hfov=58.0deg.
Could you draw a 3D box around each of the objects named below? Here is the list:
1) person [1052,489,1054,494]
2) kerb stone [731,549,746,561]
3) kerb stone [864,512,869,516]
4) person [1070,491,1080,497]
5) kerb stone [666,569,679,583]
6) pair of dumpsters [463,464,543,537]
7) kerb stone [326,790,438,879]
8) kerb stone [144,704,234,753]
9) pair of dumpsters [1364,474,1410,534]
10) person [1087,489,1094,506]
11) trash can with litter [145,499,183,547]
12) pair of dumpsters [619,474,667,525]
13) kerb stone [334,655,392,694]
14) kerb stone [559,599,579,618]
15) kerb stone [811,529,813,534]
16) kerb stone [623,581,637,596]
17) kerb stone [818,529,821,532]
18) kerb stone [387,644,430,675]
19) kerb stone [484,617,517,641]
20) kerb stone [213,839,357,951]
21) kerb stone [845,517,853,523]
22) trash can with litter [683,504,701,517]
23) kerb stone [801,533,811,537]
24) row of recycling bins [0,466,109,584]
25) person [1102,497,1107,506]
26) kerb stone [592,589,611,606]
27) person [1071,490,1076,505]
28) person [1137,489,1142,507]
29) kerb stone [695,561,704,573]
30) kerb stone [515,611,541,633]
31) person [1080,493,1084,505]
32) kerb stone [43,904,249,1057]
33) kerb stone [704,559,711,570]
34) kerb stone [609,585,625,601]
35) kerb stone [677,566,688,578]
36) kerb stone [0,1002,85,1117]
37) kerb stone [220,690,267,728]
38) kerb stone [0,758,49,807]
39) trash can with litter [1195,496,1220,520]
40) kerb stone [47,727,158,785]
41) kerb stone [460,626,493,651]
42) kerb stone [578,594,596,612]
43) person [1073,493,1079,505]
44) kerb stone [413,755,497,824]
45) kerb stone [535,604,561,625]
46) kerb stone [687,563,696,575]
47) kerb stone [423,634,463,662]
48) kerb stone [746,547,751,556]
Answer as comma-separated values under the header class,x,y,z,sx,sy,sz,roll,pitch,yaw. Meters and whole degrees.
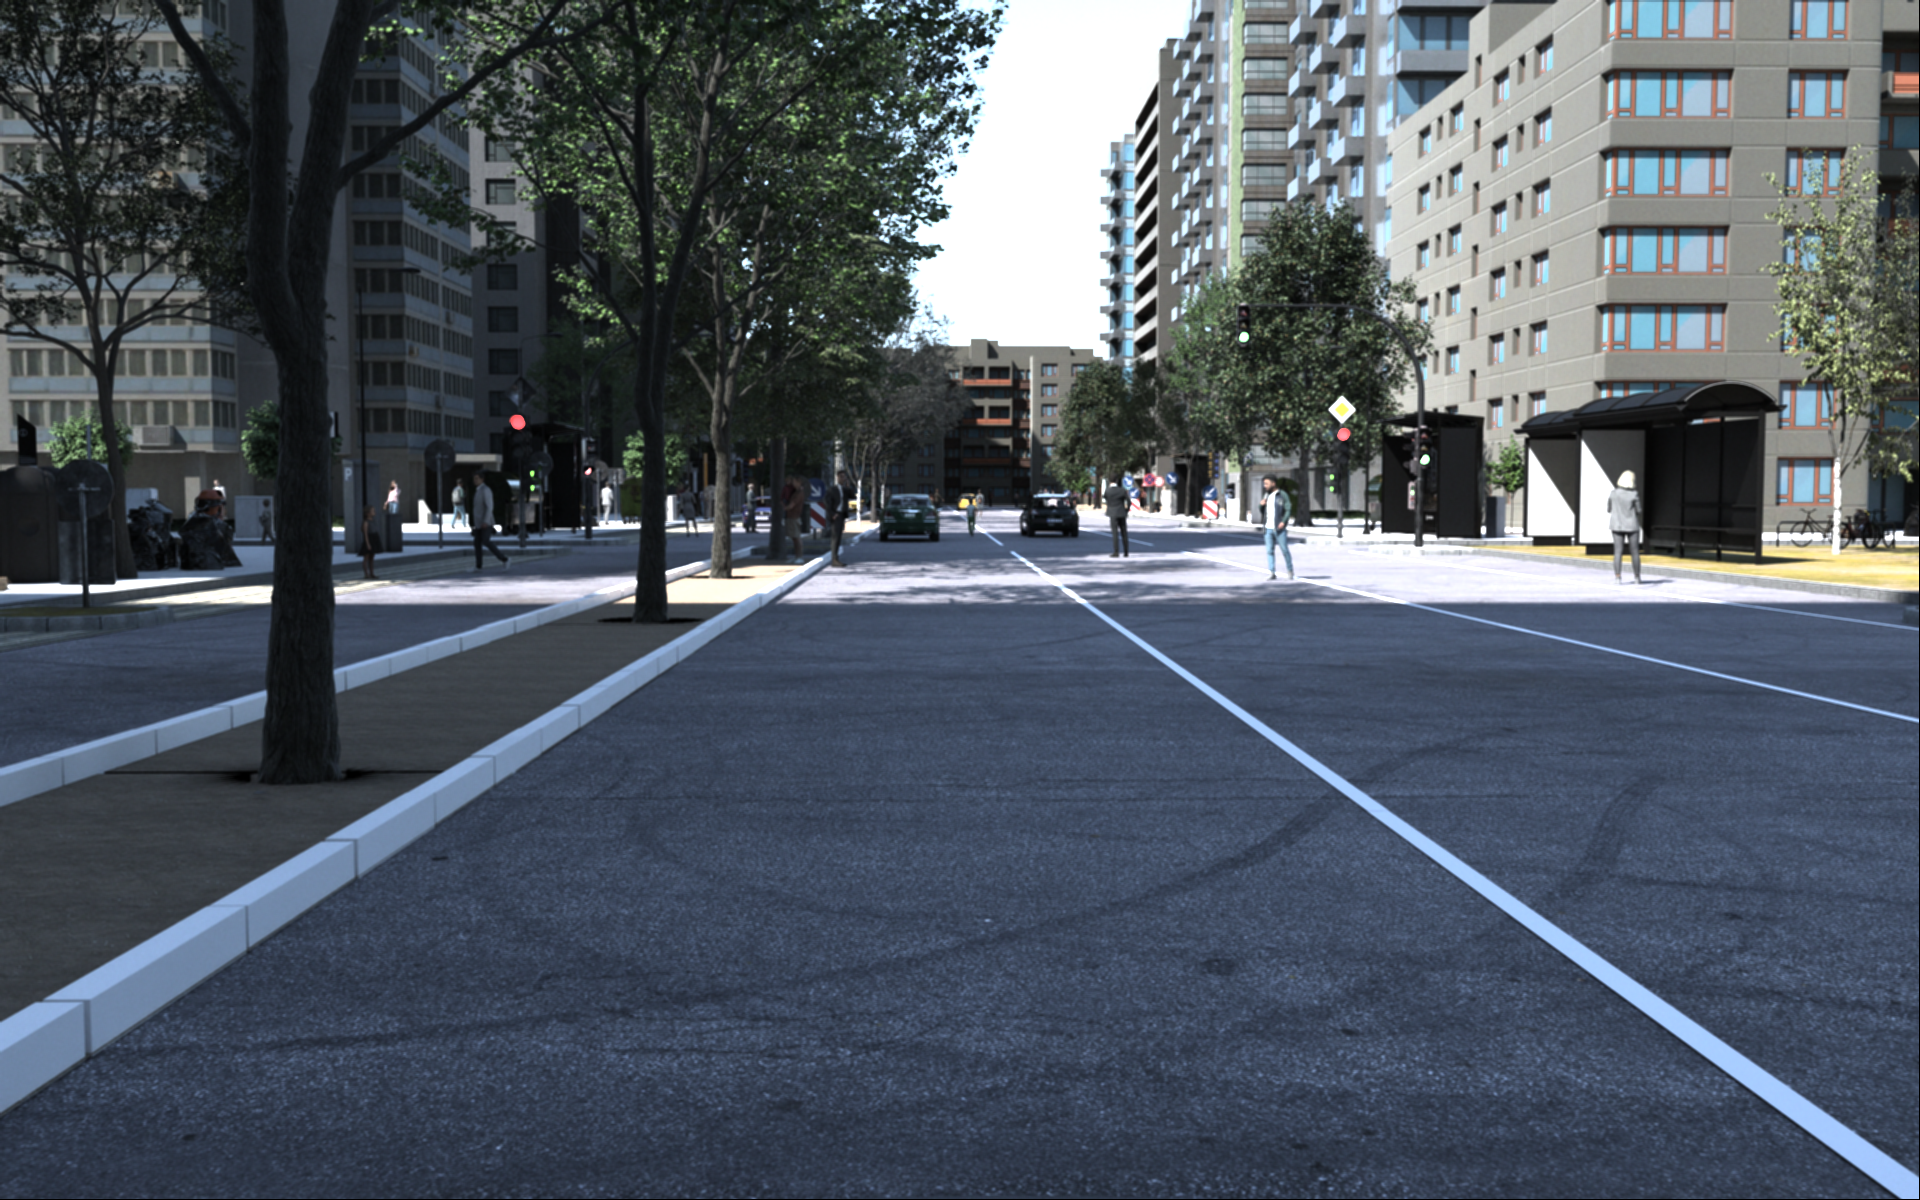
class,x,y,z,sx,sy,sz,roll,pitch,yaw
person,10.469,-11.581,195.393,0.705,1.824,1.348,0,4,6
kerb stone,-4.963,-1.002,38.708,0.120,0.150,1.000,0,4,-1
kerb stone,-6.251,-5.615,114.030,0.120,0.150,1.000,0,4,-1
person,13.436,-11.930,201.820,1.217,1.743,0.721,0,4,-6
kerb stone,-4.792,-0.381,28.462,0.120,0.150,1.000,0,4,-1
pair of dumpsters,-14.275,-3.161,54.169,1.574,2.255,4.437,0,4,-1
kerb stone,-2.310,0.933,6.946,0.120,0.150,1.000,0,4,-1
kerb stone,-4.469,0.753,9.993,0.120,0.150,1.000,0,4,-1
pair of dumpsters,14.762,-3.369,57.579,1.574,2.255,4.437,0,4,-1
person,13.952,-10.983,185.759,0.705,1.807,1.348,3,4,38
trash can with litter,-18.106,-1.729,39.653,1.055,1.170,0.624,1,4,10
pair of dumpsters,-13.678,-4.408,74.565,1.574,2.255,4.437,0,4,-1
kerb stone,-4.519,0.558,13.067,0.120,0.150,1.000,0,4,-1
kerb stone,-4.642,0.119,20.245,0.120,0.150,1.000,0,4,-1
kerb stone,-5.339,-2.359,60.765,0.120,0.150,1.000,0,4,-1
kerb stone,-4.712,-0.132,24.347,0.120,0.150,1.000,0,4,-1
kerb stone,-5.408,-2.610,64.865,0.120,0.150,1.000,0,4,-1
kerb stone,-4.538,0.499,14.090,0.120,0.150,1.000,0,4,-1
kerb stone,-4.598,0.309,17.164,0.120,0.150,1.000,0,4,-1
kerb stone,-2.298,1.001,5.924,0.120,0.150,1.000,0,4,-1
kerb stone,-5.873,-4.237,91.502,0.120,0.150,1.000,0,4,-1
trash can with litter,-14.910,-5.185,96.159,1.055,1.170,0.624,0,4,2
kerb stone,-5.320,-2.296,59.742,0.120,0.150,1.000,0,4,-1
row of recycling bins,-13.800,-1.184,26.477,1.069,1.692,3.534,-1,4,-12
person,15.845,-10.960,185.178,1.348,1.831,0.705,2,4,35
kerb stone,-4.681,-0.006,22.290,0.120,0.150,1.000,0,4,-1
person,12.817,-11.671,197.590,1.217,1.735,0.721,-1,4,-19
person,17.414,-9.905,168.132,1.348,1.807,0.705,0,4,-4
kerb stone,-4.841,-0.571,31.530,0.120,0.150,1.000,0,4,-1
kerb stone,-4.604,0.248,18.191,0.120,0.150,1.000,0,4,-1
person,14.061,-11.865,199.666,0.705,1.869,1.348,-1,4,-10
kerb stone,-2.278,1.060,4.902,0.120,0.150,1.000,0,4,-1
kerb stone,-4.858,-0.633,32.553,0.120,0.150,1.000,0,4,-1
kerb stone,-4.700,-0.069,23.316,0.120,0.150,1.000,0,4,-1
kerb stone,-4.808,-0.446,29.484,0.120,0.150,1.000,0,4,-1
kerb stone,-2.264,1.120,3.877,0.120,0.150,1.000,0,4,-1
kerb stone,-4.487,0.686,11.024,0.120,0.150,1.000,0,4,-1
kerb stone,-4.426,0.872,7.939,0.120,0.150,1.000,0,4,-1
trash can with litter,12.305,-4.528,85.426,1.055,1.170,0.624,1,4,17
kerb stone,-4.447,0.811,8.960,0.120,0.150,1.000,0,4,-1
kerb stone,-4.563,0.377,16.139,0.120,0.150,1.000,0,4,-1
kerb stone,-4.659,0.066,21.268,0.120,0.150,1.000,0,4,-1
person,12.858,-11.172,191.938,0.697,1.427,0.421,1,4,10
kerb stone,-2.333,0.875,7.977,0.120,0.150,1.000,0,4,-1
kerb stone,-4.621,0.182,19.223,0.120,0.150,1.000,0,4,-1
kerb stone,-4.819,-0.507,30.506,0.120,0.150,1.000,0,4,-1
kerb stone,-4.558,0.434,15.112,0.120,0.150,1.000,0,4,-1
kerb stone,-4.977,-1.073,39.738,0.120,0.150,1.000,0,4,-1
